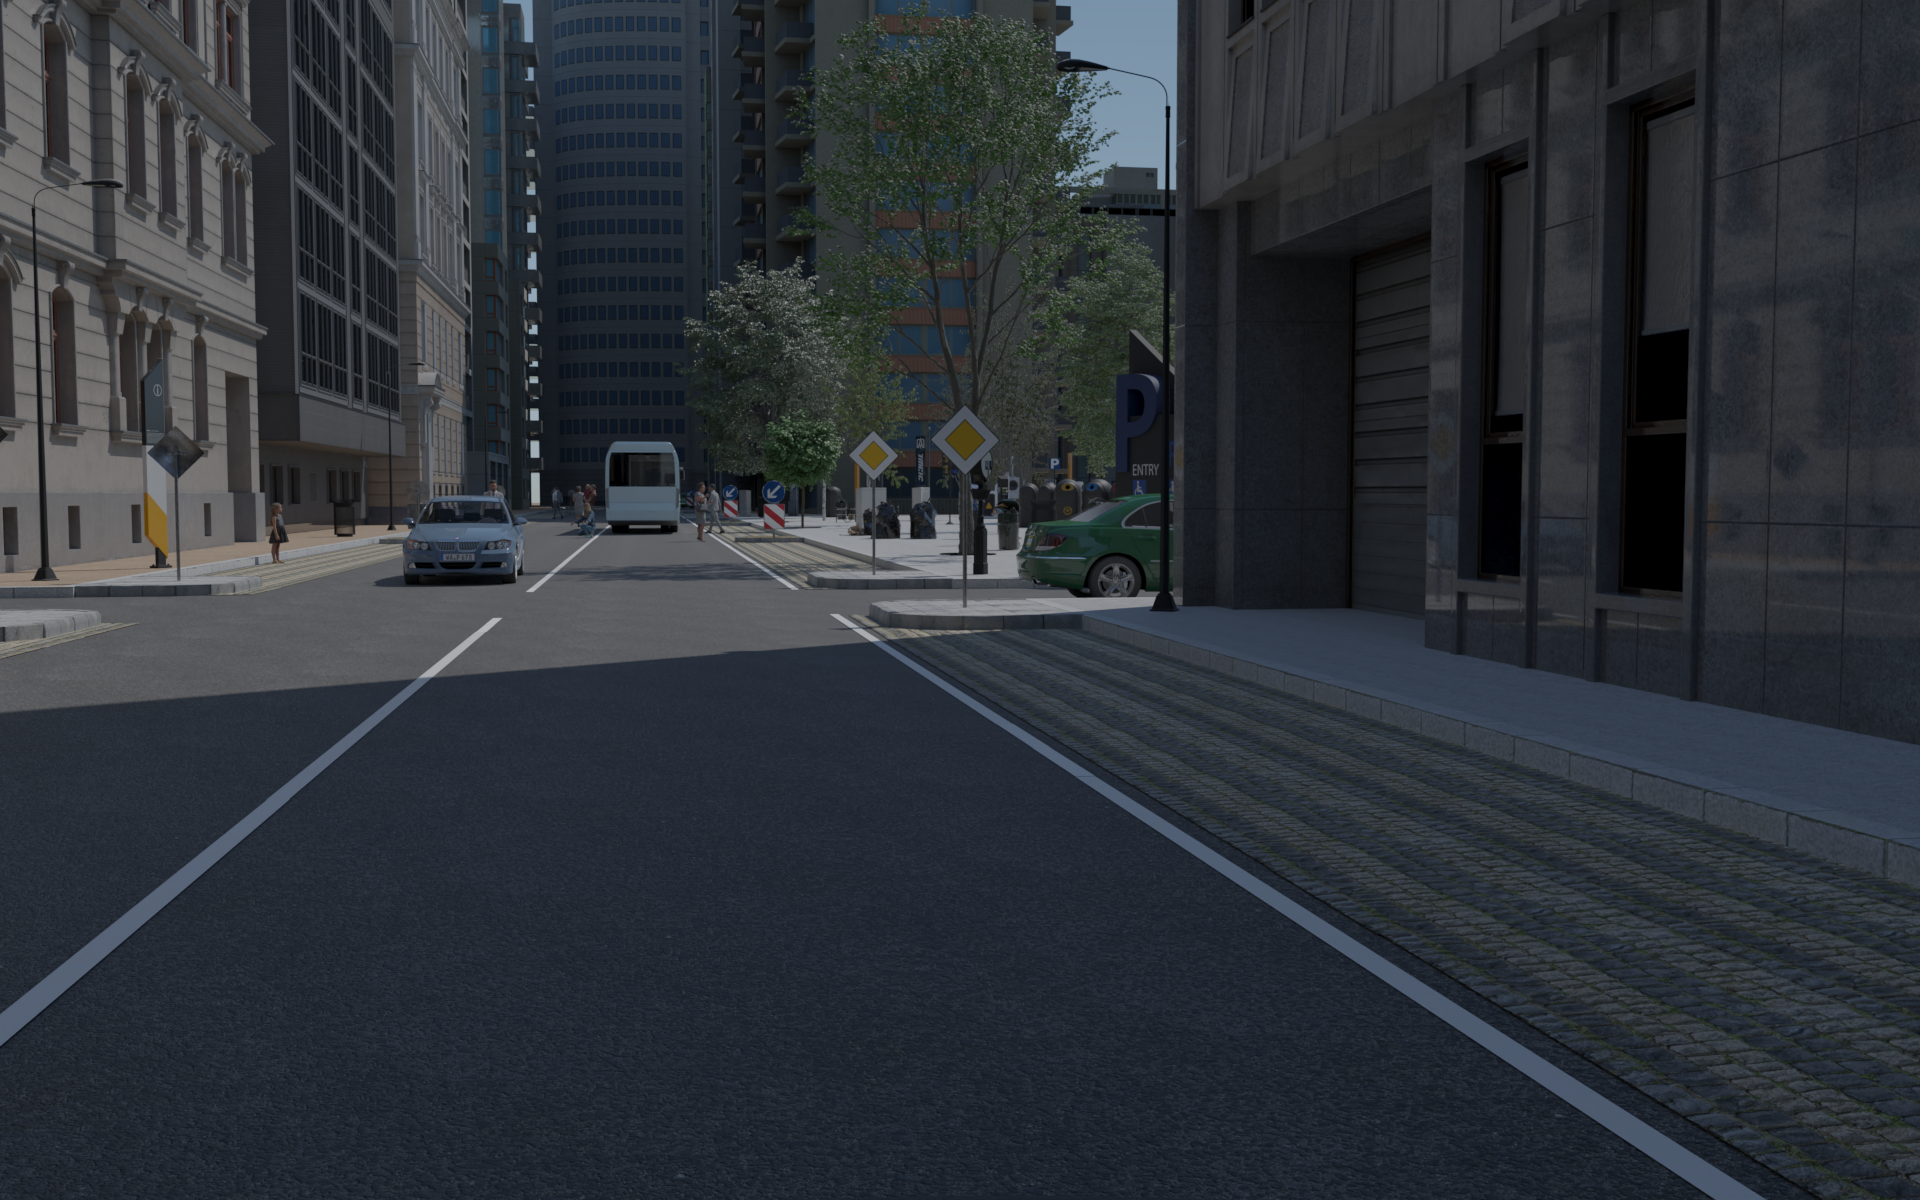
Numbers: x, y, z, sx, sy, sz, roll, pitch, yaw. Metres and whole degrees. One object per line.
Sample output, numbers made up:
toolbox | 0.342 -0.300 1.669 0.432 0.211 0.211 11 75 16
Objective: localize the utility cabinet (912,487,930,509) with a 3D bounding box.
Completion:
utility cabinet | -1.273 -2.891 55.952 0.318 1.500 1.173 1 4 13

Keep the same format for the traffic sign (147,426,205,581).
traffic sign | -11.550 -1.340 25.552 0.795 2.450 0.064 -1 4 -10

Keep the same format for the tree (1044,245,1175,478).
tree | 7.587 -9.829 78.833 7.486 12.596 7.792 0 3 0

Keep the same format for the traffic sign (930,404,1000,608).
traffic sign | 0.052 -0.970 19.502 0.795 2.450 0.064 -1 4 -10

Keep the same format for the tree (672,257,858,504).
tree | -10.084 -11.355 92.313 9.857 13.997 8.962 0 3 0

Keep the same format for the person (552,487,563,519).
person | -22.997 -5.529 99.002 0.850 1.850 0.679 3 4 39

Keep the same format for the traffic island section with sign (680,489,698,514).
traffic island section with sign | -19.439 -7.285 127.736 1.989 1.847 2.006 -1 4 -10

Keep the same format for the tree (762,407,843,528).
tree | -5.964 -4.980 65.135 4.285 4.588 4.351 0 3 0

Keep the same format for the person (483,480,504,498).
person | -11.945 -2.178 44.377 0.678 1.792 0.850 -1 4 -18

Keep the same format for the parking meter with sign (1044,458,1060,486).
parking meter with sign | 4.415 -5.390 84.384 0.543 3.016 1.738 -1 4 -10

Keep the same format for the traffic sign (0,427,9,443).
traffic sign | -10.132 -0.859 17.693 0.795 2.450 0.064 -1 4 -10

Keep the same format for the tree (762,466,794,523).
tree | -8.069 -5.095 77.907 1.663 3.219 1.824 0 3 0

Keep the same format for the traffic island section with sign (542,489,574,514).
traffic island section with sign | -29.414 -7.202 126.377 1.989 1.847 2.006 -1 4 -10

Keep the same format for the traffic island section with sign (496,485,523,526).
traffic island section with sign | -20.553 -4.195 77.224 1.989 1.847 2.006 -1 4 -10

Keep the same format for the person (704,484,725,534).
person | -8.830 -3.266 62.175 0.850 1.792 0.678 1 4 11

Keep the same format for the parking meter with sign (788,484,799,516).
parking meter with sign | -9.766 -6.449 101.696 0.543 3.016 1.738 0 4 4

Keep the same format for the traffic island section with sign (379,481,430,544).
traffic island section with sign | -15.688 -2.544 50.228 1.989 1.847 2.006 -1 4 -10

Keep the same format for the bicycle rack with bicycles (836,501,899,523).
bicycle rack with bicycles | -4.116 -3.939 77.777 2.852 0.926 2.925 2 4 34

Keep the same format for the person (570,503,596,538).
person | -12.229 -2.602 56.535 0.738 1.151 1.012 -2 4 -29

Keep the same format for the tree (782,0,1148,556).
tree | 0.147 -6.754 36.179 9.928 11.665 9.643 0 3 0

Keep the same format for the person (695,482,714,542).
person | -7.736 -2.651 52.210 0.532 1.782 0.716 0 4 3

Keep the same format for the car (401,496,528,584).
car | -8.279 -1.046 29.111 2.014 1.417 4.499 -1 4 -12

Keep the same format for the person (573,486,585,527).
person | -16.491 -4.075 75.483 0.716 1.782 0.532 0 4 -2

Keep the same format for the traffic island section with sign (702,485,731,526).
traffic island section with sign | -10.499 -4.254 78.180 1.989 1.847 2.006 -1 4 -10

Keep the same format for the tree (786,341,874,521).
tree | -6.308 -8.113 83.007 4.360 8.622 3.978 0 3 0

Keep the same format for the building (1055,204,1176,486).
building | 15.693 -24.762 176.554 14.107 30.474 14.160 -1 4 -10

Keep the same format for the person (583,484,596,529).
person | -15.169 -3.829 71.083 0.580 1.828 0.573 1 4 11

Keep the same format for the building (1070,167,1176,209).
building | 20.806 -31.596 208.481 23.993 40.220 32.217 -1 4 -10

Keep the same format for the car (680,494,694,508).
car | -26.166 -9.504 164.183 1.959 1.807 4.718 -1 4 -10

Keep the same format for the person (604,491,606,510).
person | -31.059 -8.745 152.270 0.721 1.735 1.217 -2 4 -29

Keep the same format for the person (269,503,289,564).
person | -13.959 -1.366 35.498 0.373 1.253 0.362 1 4 9

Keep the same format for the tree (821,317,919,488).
tree | -3.743 -7.413 71.562 4.737 8.622 4.395 0 3 0

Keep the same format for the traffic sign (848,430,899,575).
traffic sign | -1.365 -1.451 27.361 0.795 2.450 0.064 -1 4 -10

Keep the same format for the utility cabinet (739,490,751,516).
utility cabinet | -12.176 -5.478 98.237 0.318 1.500 1.173 -2 4 -26

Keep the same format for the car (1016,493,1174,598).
car | 3.211 -0.692 23.117 4.920 1.459 2.131 -1 4 -8

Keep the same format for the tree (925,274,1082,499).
tree | 1.787 -6.655 59.171 4.360 8.622 3.978 0 3 0

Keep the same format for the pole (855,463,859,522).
pole | -4.706 -5.219 79.167 0.158 3.312 0.155 0 3 0

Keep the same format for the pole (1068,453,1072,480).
pole | 5.438 -5.620 85.726 0.158 3.312 0.155 0 3 0

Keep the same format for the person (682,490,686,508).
person | -26.909 -9.758 167.918 0.709 1.838 0.599 2 4 34

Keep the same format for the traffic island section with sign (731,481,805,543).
traffic island section with sign | -5.710 -2.631 51.652 1.989 1.847 2.006 -1 4 -10

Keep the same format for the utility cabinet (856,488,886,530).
utility cabinet | -3.132 -3.194 60.907 1.173 1.500 0.318 -3 5 -45

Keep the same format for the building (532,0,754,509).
building | -32.694 -39.838 193.344 28.212 58.520 21.231 -1 4 -10
